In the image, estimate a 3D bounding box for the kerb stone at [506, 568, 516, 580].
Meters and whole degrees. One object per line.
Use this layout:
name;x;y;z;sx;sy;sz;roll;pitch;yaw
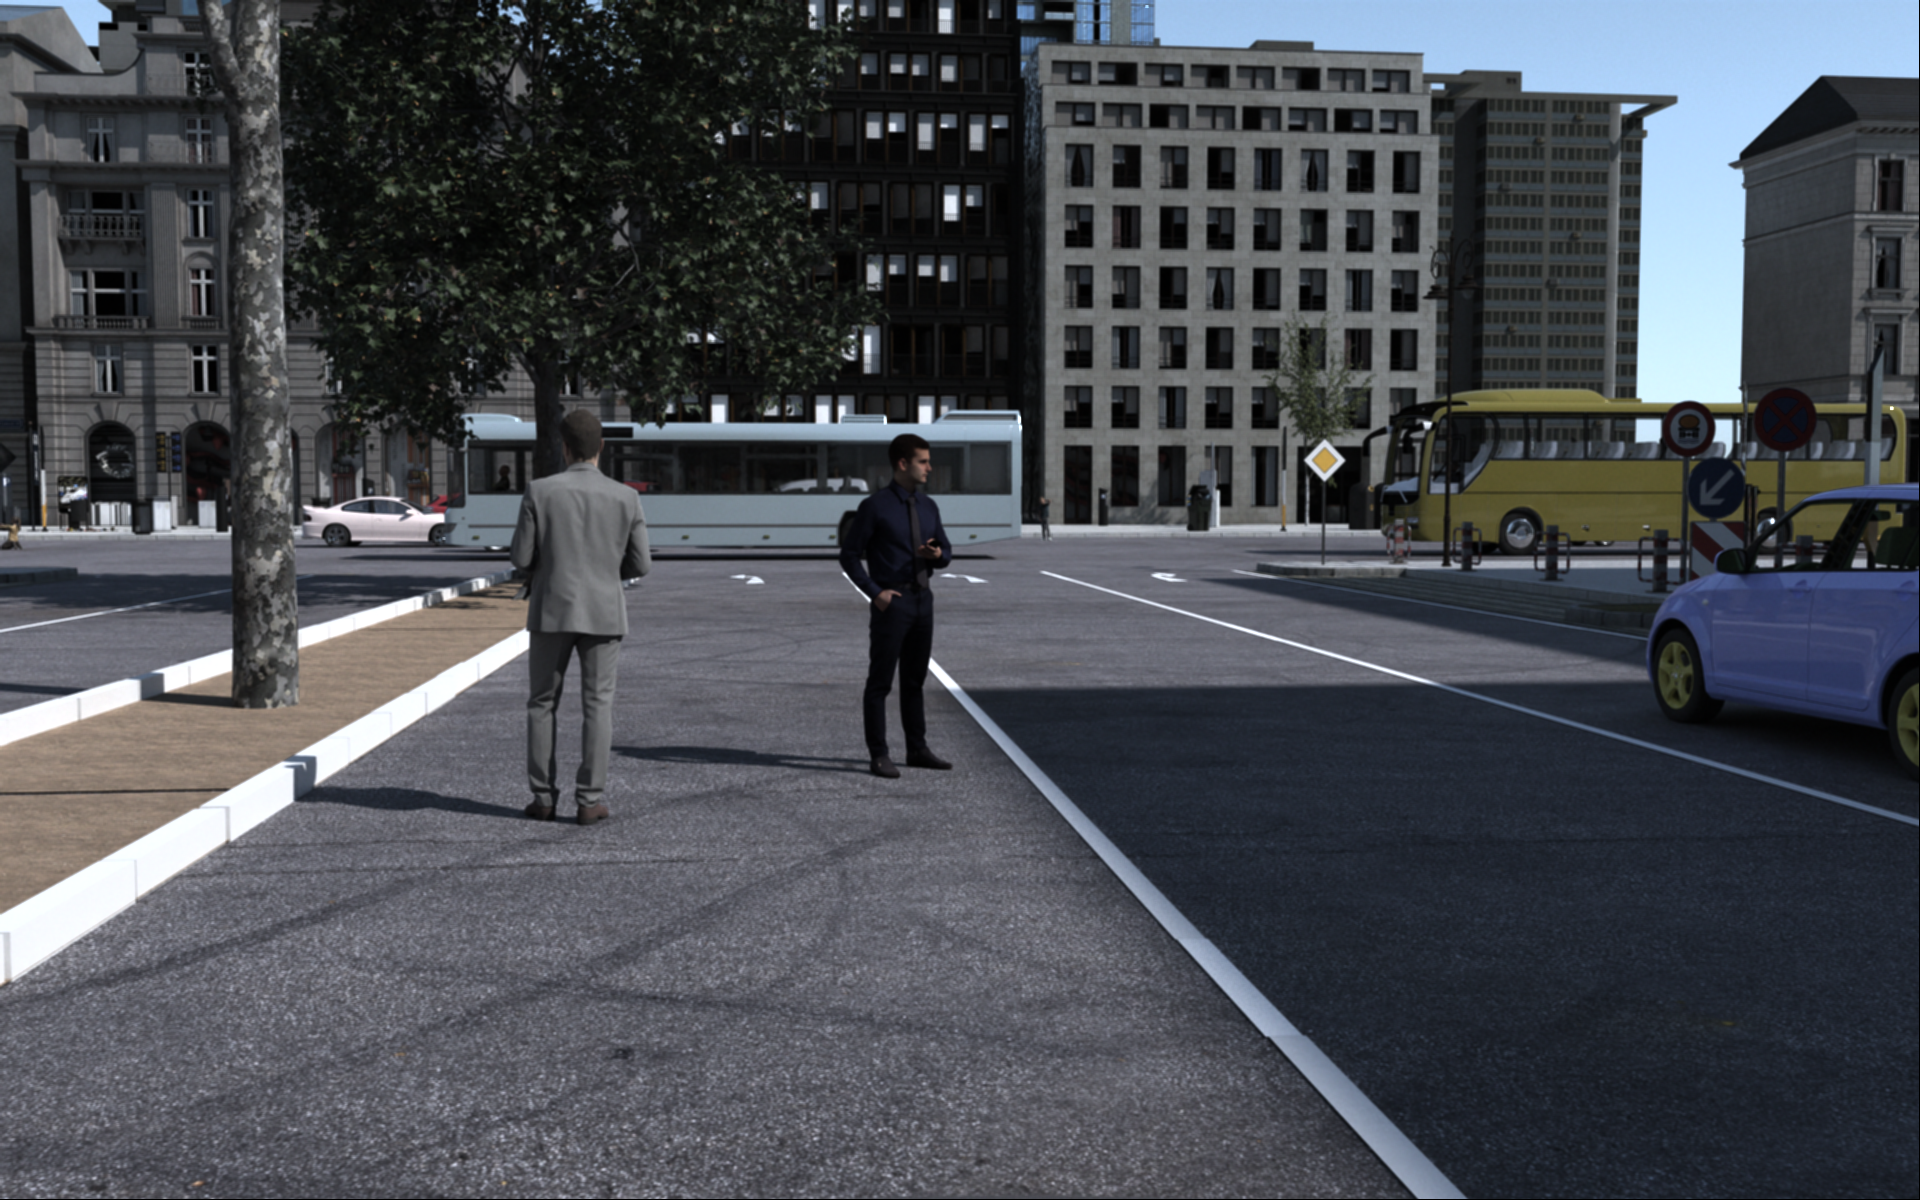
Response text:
kerb stone;-7.547;-0.398;28.802;0.120;0.150;1.000;0;4;-6

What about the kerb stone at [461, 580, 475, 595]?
kerb stone;-7.103;-0.154;24.713;0.120;0.150;1.000;0;4;-6

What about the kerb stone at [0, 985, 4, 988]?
kerb stone;-2.793;1.079;4.546;0.120;0.150;1.000;0;4;-6

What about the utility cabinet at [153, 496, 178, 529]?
utility cabinet;-29.522;-3.252;64.332;1.020;1.237;0.306;2;4;29

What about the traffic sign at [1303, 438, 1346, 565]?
traffic sign;6.550;-1.685;31.196;0.795;2.450;0.064;0;4;-6

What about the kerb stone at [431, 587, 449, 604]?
kerb stone;-6.883;-0.029;22.674;0.120;0.150;1.000;0;4;-6

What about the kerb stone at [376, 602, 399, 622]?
kerb stone;-6.548;0.161;19.590;0.120;0.150;1.000;0;4;-6

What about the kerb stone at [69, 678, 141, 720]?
kerb stone;-5.655;0.660;11.407;0.120;0.150;1.000;0;4;-6

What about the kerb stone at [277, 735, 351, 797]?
kerb stone;-3.231;0.832;8.637;0.120;0.150;1.000;0;4;-6

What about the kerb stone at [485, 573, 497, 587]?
kerb stone;-7.329;-0.279;26.763;0.120;0.150;1.000;0;4;-6

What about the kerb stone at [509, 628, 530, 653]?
kerb stone;-4.021;0.397;15.798;0.120;0.150;1.000;0;4;-6

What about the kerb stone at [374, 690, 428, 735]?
kerb stone;-3.458;0.704;10.678;0.120;0.150;1.000;0;4;-6

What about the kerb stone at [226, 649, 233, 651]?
kerb stone;-5.984;0.472;14.471;0.120;0.150;1.000;0;4;-6

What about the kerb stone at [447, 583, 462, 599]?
kerb stone;-6.995;-0.092;23.693;0.120;0.150;1.000;0;4;-6

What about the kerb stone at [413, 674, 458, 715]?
kerb stone;-3.564;0.642;11.706;0.120;0.150;1.000;0;4;-6

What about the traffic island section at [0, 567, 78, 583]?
traffic island section;-16.085;-0.399;28.812;2.009;0.180;2.903;0;4;-6

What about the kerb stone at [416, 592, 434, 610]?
kerb stone;-6.765;0.037;21.654;0.120;0.150;1.000;0;4;-6

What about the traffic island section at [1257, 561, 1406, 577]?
traffic island section;6.572;-0.550;31.276;2.009;0.180;2.903;0;4;-6

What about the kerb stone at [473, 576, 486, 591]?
kerb stone;-7.221;-0.217;25.743;0.120;0.150;1.000;0;4;-6

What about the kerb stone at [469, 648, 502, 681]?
kerb stone;-3.792;0.522;13.747;0.120;0.150;1.000;0;4;-6

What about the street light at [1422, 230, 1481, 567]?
street light;8.634;-3.534;30.562;0.468;5.910;1.993;0;4;-6

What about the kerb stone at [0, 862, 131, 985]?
kerb stone;-2.896;1.017;5.568;0.120;0.150;1.000;0;4;-6

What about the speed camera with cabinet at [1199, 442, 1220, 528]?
speed camera with cabinet;9.656;-4.445;67.009;0.660;3.252;2.038;1;4;15

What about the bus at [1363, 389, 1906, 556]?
bus;16.001;-3.041;41.274;12.252;3.916;2.896;0;4;-6

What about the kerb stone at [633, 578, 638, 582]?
kerb stone;-5.360;-0.356;28.078;0.120;0.150;1.000;0;4;-6

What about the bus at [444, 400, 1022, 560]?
bus;-5.354;-2.664;38.415;13.247;3.499;2.948;0;4;-5

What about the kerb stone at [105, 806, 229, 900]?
kerb stone;-3.012;0.958;6.587;0.120;0.150;1.000;0;4;-6

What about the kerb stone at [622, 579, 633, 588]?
kerb stone;-5.246;-0.296;27.049;0.120;0.150;1.000;0;4;-6

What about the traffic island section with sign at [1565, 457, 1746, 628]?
traffic island section with sign;7.883;-0.650;19.250;1.989;1.847;2.006;0;4;-6

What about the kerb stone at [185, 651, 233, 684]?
kerb stone;-5.871;0.535;13.446;0.120;0.150;1.000;0;4;-6

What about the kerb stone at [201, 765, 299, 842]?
kerb stone;-3.117;0.892;7.617;0.120;0.150;1.000;0;4;-6

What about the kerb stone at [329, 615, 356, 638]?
kerb stone;-6.323;0.290;17.544;0.120;0.150;1.000;0;4;-6

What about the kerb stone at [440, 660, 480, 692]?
kerb stone;-3.691;0.580;12.726;0.120;0.150;1.000;0;4;-6

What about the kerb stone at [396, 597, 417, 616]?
kerb stone;-6.660;0.096;20.619;0.120;0.150;1.000;0;4;-6

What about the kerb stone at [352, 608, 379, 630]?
kerb stone;-6.430;0.222;18.564;0.120;0.150;1.000;0;4;-6

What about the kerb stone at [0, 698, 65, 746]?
kerb stone;-5.550;0.723;10.379;0.120;0.150;1.000;0;4;-6

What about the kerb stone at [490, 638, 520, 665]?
kerb stone;-3.909;0.459;14.775;0.120;0.150;1.000;0;4;-6

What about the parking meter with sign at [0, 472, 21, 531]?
parking meter with sign;-33.695;-3.949;60.825;1.738;3.016;0.543;2;4;29

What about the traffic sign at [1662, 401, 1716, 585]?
traffic sign;9.946;-1.446;23.744;0.768;2.556;0.104;0;4;-6

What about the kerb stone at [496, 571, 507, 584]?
kerb stone;-7.439;-0.342;27.782;0.120;0.150;1.000;0;4;-6

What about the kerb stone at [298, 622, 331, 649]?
kerb stone;-6.210;0.347;16.521;0.120;0.150;1.000;0;4;-6

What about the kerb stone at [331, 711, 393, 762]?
kerb stone;-3.346;0.770;9.657;0.120;0.150;1.000;0;4;-6

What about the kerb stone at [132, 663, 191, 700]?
kerb stone;-5.764;0.597;12.427;0.120;0.150;1.000;0;4;-6

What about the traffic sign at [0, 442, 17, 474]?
traffic sign;-16.062;-1.536;28.753;0.795;2.450;0.064;0;4;-6

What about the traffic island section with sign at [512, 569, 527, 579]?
traffic island section with sign;-6.636;-1.342;30.077;2.006;1.907;1.989;0;4;-6

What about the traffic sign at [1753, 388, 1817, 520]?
traffic sign;9.878;-1.268;20.835;0.768;2.556;0.104;0;4;-1
